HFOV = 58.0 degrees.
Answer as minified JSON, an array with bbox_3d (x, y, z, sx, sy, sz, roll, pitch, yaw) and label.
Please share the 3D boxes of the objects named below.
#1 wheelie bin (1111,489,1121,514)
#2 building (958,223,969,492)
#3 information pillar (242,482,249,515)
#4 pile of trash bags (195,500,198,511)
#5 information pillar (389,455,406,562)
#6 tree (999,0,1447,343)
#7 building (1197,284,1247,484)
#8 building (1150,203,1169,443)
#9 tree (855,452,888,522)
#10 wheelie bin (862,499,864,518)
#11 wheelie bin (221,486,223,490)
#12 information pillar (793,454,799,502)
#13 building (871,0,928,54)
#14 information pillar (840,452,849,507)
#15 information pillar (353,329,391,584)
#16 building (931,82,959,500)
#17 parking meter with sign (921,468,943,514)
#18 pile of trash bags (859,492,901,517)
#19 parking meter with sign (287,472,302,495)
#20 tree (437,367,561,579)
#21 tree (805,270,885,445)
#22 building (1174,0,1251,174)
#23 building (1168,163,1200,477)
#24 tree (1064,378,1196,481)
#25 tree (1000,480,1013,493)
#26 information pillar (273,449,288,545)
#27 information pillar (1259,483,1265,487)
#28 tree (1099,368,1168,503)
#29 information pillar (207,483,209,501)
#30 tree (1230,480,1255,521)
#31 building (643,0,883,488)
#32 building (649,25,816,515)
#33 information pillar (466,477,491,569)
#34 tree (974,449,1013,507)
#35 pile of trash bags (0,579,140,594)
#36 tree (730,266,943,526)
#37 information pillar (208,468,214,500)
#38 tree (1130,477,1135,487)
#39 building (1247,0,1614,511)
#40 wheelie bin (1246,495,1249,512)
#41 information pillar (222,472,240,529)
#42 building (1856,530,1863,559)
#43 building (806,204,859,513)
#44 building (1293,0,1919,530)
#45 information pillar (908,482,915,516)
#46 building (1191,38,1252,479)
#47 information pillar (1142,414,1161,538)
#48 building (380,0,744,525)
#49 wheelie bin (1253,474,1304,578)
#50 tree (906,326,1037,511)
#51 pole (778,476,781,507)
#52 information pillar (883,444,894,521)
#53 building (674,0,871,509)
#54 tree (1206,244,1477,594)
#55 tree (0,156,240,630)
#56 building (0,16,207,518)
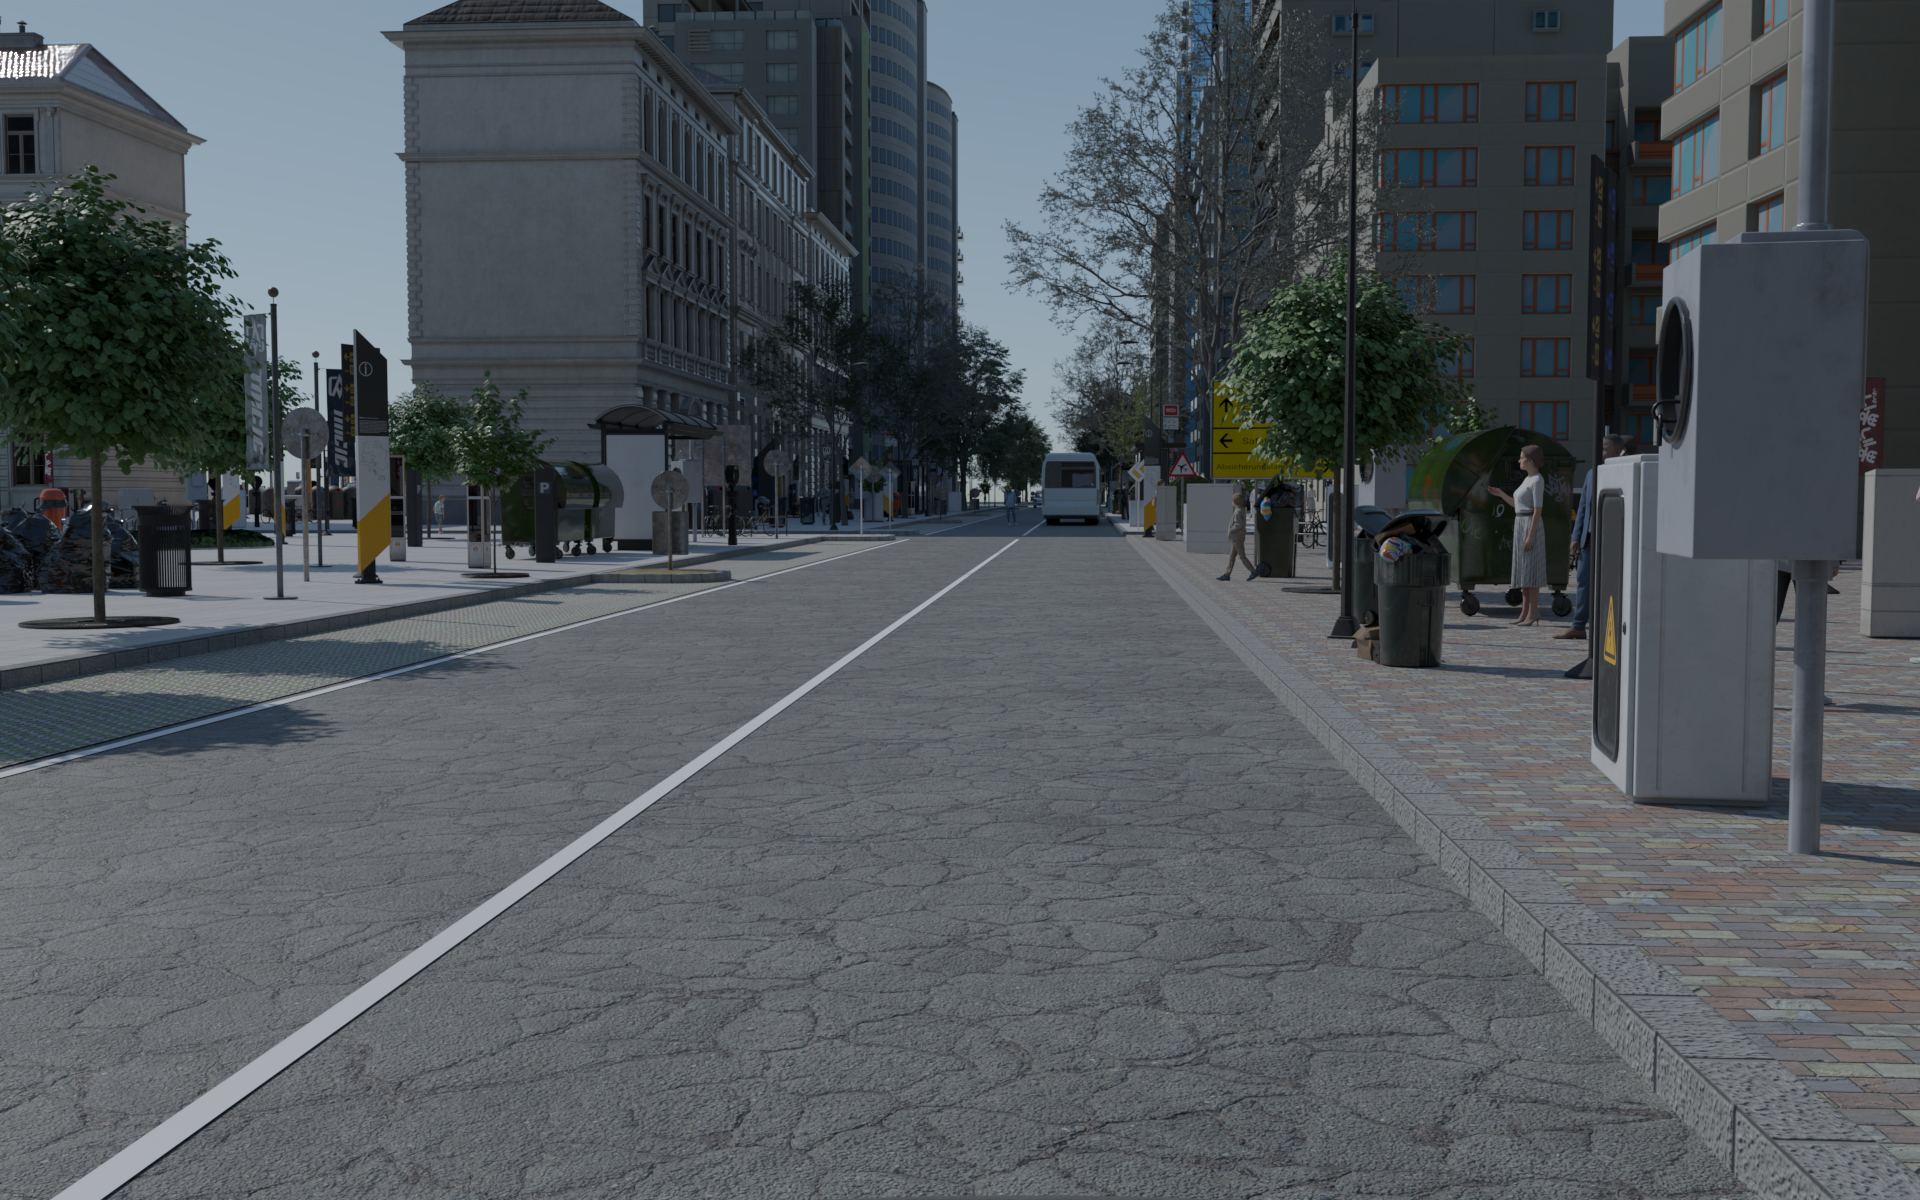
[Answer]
[{"bbox_3d":[11.698,-7.250,126.453,0.980,1.594,0.693,-3,5,-39],"label":"wheelie bin"},{"bbox_3d":[-10.955,-39.963,272.996,23.786,49.044,30.456,0,4,4],"label":"building"},{"bbox_3d":[-43.680,-6.200,105.861,0.304,2.012,0.304,3,5,40],"label":"information pillar"},{"bbox_3d":[-58.023,-7.513,132.590,3.447,1.369,1.912,1,4,16],"label":"pile of trash bags"},{"bbox_3d":[-10.722,-1.742,32.977,0.304,2.012,0.304,-1,4,-19],"label":"information pillar"},{"bbox_3d":[6.036,-7.937,40.141,12.009,13.543,11.850,0,3,0],"label":"tree"},{"bbox_3d":[36.294,-19.034,156.244,27.650,21.520,28.899,0,4,4],"label":"building"},{"bbox_3d":[42.099,-40.274,282.176,21.300,48.544,21.600,0,4,4],"label":"building"},{"bbox_3d":[-4.031,-5.181,79.308,1.663,3.219,1.824,0,3,0],"label":"tree"},{"bbox_3d":[-4.850,-5.138,91.915,0.980,1.594,0.693,-3,5,-43],"label":"wheelie bin"},{"bbox_3d":[-28.508,-3.655,67.660,0.980,1.594,0.693,0,4,-3],"label":"wheelie bin"},{"bbox_3d":[-9.656,-6.782,102.240,0.183,3.616,0.504,-3,5,-41],"label":"information pillar"},{"bbox_3d":[-15.216,-39.355,185.454,21.231,58.520,28.212,0,4,4],"label":"building"},{"bbox_3d":[-6.478,-6.448,96.782,0.504,3.616,0.183,0,4,8],"label":"information pillar"},{"bbox_3d":[-8.422,-2.045,24.791,0.183,3.616,0.504,3,5,44],"label":"information pillar"},{"bbox_3d":[-11.766,-42.900,243.412,21.231,58.520,28.212,0,4,4],"label":"building"},{"bbox_3d":[-2.012,-7.230,114.467,1.738,3.016,0.543,-2,4,-25],"label":"parking meter with sign"},{"bbox_3d":[-4.131,-5.240,95.433,1.912,1.369,3.447,-2,4,-28],"label":"pile of trash bags"},{"bbox_3d":[-36.410,-6.024,94.759,1.738,3.016,0.543,0,4,2],"label":"parking meter with sign"},{"bbox_3d":[-7.294,-1.966,26.742,1.663,3.219,1.824,0,3,0],"label":"tree"},{"bbox_3d":[-2.862,-11.028,90.674,12.009,13.543,11.850,0,3,0],"label":"tree"},{"bbox_3d":[40.274,-57.624,254.829,22.319,86.520,31.000,0,4,4],"label":"building"},{"bbox_3d":[35.485,-35.700,233.810,14.600,45.320,14.200,0,4,4],"label":"building"},{"bbox_3d":[13.047,-11.907,129.094,8.767,10.594,7.601,-3,4,-37],"label":"tree"},{"bbox_3d":[5.863,-13.182,210.130,1.663,3.219,1.824,0,3,0],"label":"tree"},{"bbox_3d":[-17.250,-3.212,43.867,0.183,3.616,0.504,0,4,1],"label":"information pillar"},{"bbox_3d":[19.876,-7.515,114.224,0.504,3.616,0.183,3,5,43],"label":"information pillar"},{"bbox_3d":[10.445,-9.257,101.710,4.737,8.622,4.395,0,3,0],"label":"tree"},{"bbox_3d":[-47.847,-6.446,109.891,0.304,2.012,0.304,0,4,5],"label":"information pillar"},{"bbox_3d":[13.530,-5.460,83.872,1.663,3.219,1.824,0,3,0],"label":"tree"},{"bbox_3d":[-16.725,-44.189,160.747,20.563,71.187,20.611,0,4,4],"label":"building"},{"bbox_3d":[-16.601,-18.721,103.344,12.463,27.353,25.104,0,4,4],"label":"building"},{"bbox_3d":[-8.296,-1.551,29.854,0.304,2.012,0.304,1,4,11],"label":"information pillar"},{"bbox_3d":[2.884,-13.292,167.684,4.360,8.622,3.978,0,3,0],"label":"tree"},{"bbox_3d":[-12.040,-0.773,22.396,1.912,1.369,3.447,0,4,2],"label":"pile of trash bags"},{"bbox_3d":[-4.798,-8.322,70.469,8.767,10.594,7.601,-1,4,-22],"label":"tree"},{"bbox_3d":[-41.173,-6.365,95.415,0.504,3.616,0.183,-2,4,-29],"label":"information pillar"},{"bbox_3d":[8.700,-5.245,80.354,1.663,3.219,1.824,0,3,0],"label":"tree"},{"bbox_3d":[32.153,-30.490,122.221,21.300,48.544,21.600,0,4,4],"label":"building"},{"bbox_3d":[19.823,-6.957,121.656,0.980,1.594,0.693,1,4,18],"label":"wheelie bin"},{"bbox_3d":[-22.060,-3.731,52.362,0.504,3.616,0.183,-1,4,-18],"label":"information pillar"},{"bbox_3d":[30.069,-11.150,27.340,27.650,21.520,28.899,0,4,4],"label":"building"},{"bbox_3d":[-14.120,-18.196,126.384,11.050,23.489,19.941,0,4,4],"label":"building"},{"bbox_3d":[31.912,-14.472,81.655,28.899,21.520,27.650,0,4,4],"label":"building"},{"bbox_3d":[-2.880,-5.974,102.171,0.304,2.012,0.304,3,5,42],"label":"information pillar"},{"bbox_3d":[36.517,-34.603,185.366,23.786,49.044,30.456,0,4,4],"label":"building"},{"bbox_3d":[5.642,-3.647,50.977,0.504,3.616,0.183,1,4,23],"label":"information pillar"},{"bbox_3d":[-17.400,-15.391,80.525,11.050,23.489,19.941,0,4,4],"label":"building"},{"bbox_3d":[4.931,-1.155,26.794,0.693,1.594,0.980,1,4,19],"label":"wheelie bin"},{"bbox_3d":[0.350,-13.648,129.801,9.857,13.997,8.962,0,3,0],"label":"tree"},{"bbox_3d":[-10.249,-6.382,98.186,0.158,3.312,0.155,0,3,0],"label":"pole"},{"bbox_3d":[-3.361,-5.505,81.366,0.504,3.616,0.183,-1,4,-20],"label":"information pillar"},{"bbox_3d":[-15.302,-28.172,144.202,14.154,41.232,14.086,0,4,4],"label":"building"},{"bbox_3d":[4.893,-2.388,22.751,4.285,4.588,4.351,0,3,0],"label":"tree"},{"bbox_3d":[-8.402,-2.033,16.959,4.285,4.588,4.351,0,3,0],"label":"tree"},{"bbox_3d":[-46.787,-14.782,77.848,21.152,22.565,11.583,0,4,4],"label":"building"}]
